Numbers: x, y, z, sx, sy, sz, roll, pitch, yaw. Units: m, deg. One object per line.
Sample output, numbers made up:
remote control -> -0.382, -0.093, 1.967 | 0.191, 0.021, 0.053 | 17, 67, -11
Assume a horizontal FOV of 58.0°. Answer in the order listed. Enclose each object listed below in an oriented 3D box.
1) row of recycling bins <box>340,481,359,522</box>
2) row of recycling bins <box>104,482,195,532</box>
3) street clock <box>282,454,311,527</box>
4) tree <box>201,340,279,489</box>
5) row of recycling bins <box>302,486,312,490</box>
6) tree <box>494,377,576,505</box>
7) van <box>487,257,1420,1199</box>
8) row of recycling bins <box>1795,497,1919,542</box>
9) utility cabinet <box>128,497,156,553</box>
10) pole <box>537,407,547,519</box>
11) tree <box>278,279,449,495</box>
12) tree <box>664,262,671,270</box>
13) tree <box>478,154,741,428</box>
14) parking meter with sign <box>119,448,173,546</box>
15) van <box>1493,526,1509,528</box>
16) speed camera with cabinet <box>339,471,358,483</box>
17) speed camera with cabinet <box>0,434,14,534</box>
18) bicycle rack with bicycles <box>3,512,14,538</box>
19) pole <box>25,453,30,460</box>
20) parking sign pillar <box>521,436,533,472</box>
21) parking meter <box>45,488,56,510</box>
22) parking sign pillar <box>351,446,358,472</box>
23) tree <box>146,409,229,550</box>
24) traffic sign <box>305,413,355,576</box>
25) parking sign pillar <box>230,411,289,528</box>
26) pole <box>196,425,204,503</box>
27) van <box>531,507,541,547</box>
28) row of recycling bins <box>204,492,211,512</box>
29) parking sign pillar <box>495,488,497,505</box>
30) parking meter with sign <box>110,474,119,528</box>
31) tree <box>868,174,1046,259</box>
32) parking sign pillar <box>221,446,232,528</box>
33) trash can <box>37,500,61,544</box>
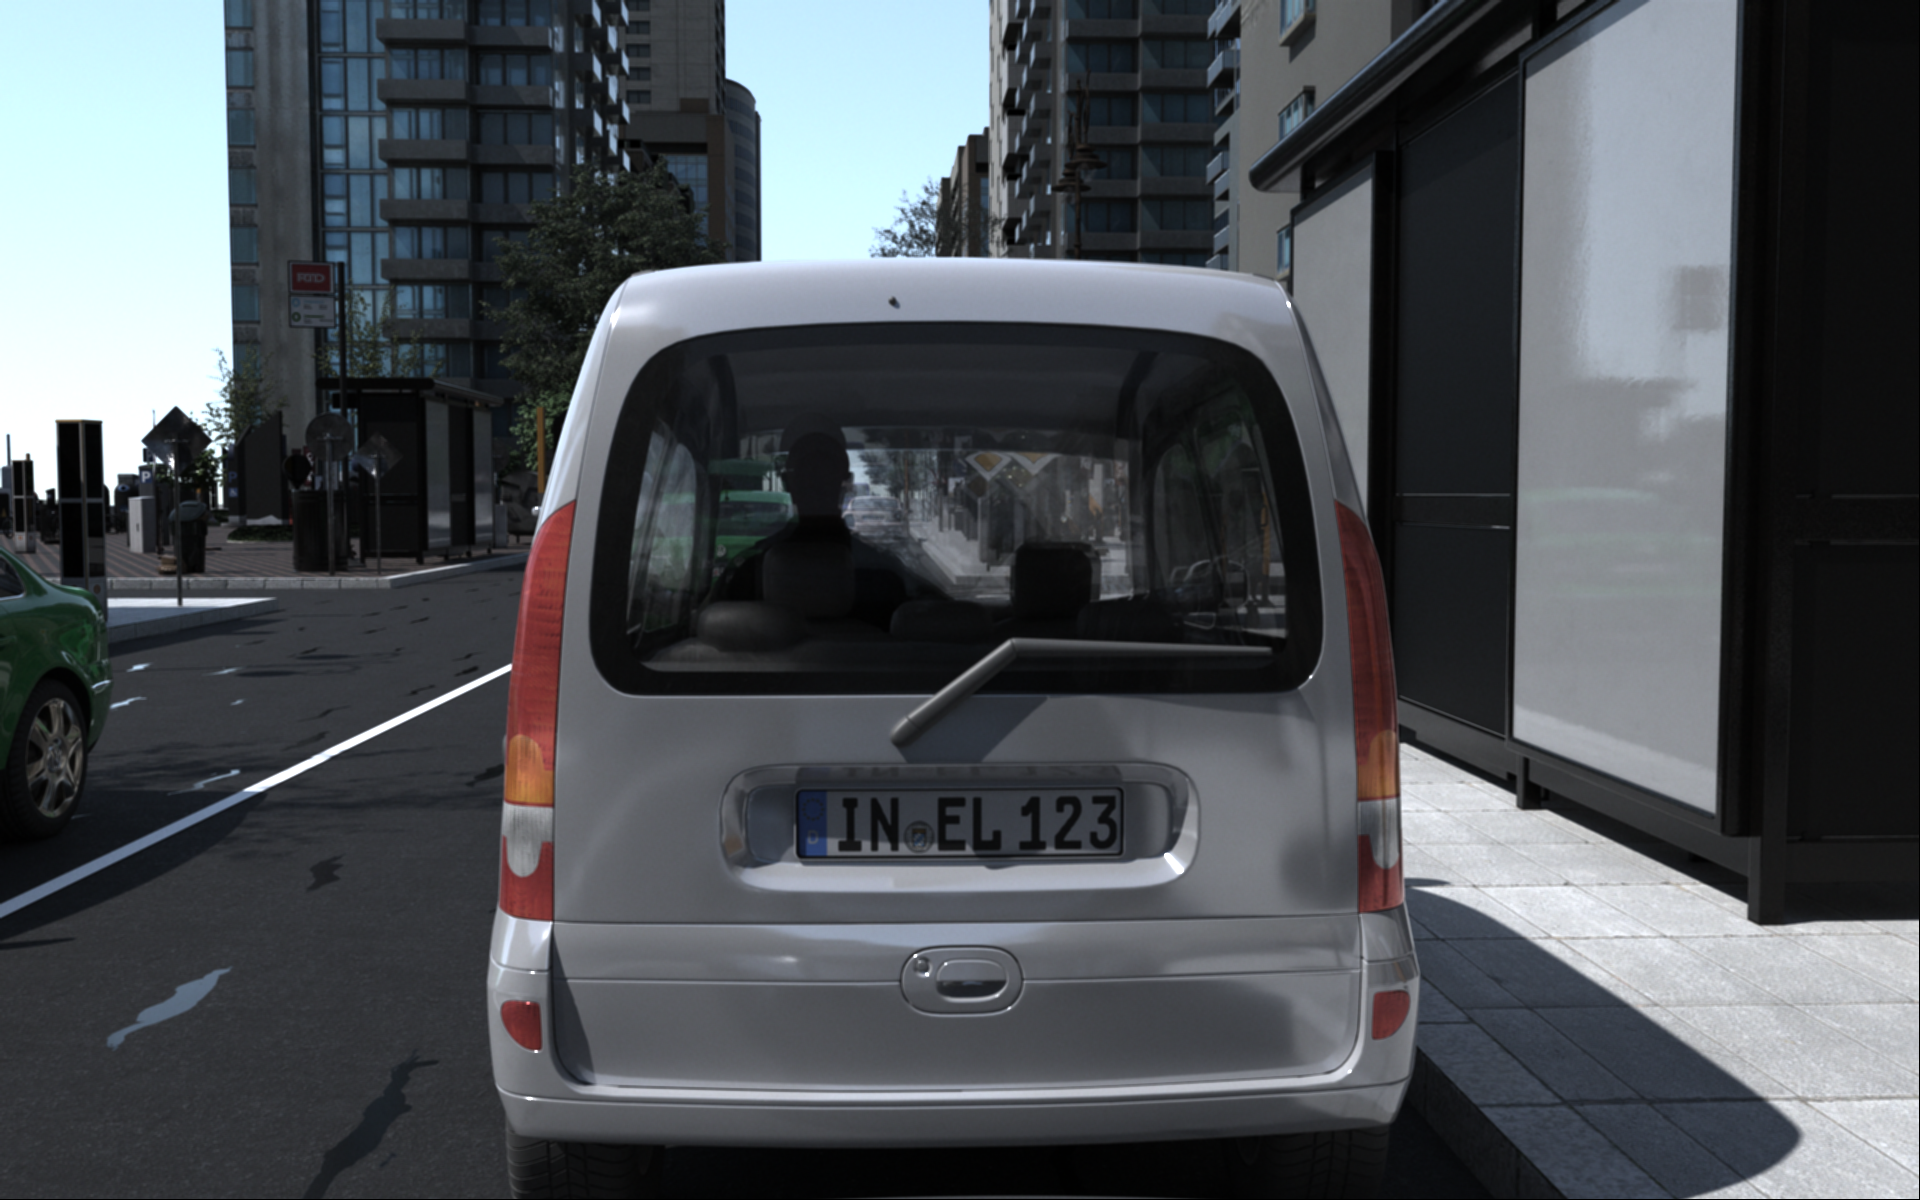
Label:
row of recycling bins -> -19.438, -2.899, 54.508 | 1.069, 1.692, 3.534 | -1, 4, -12
row of recycling bins -> -27.612, -3.131, 58.297 | 3.534, 1.692, 1.069 | -1, 4, -9
street clock -> -12.096, -1.655, 31.635 | 0.471, 2.002, 0.358 | -2, 4, -29
tree -> -34.493, -8.132, 83.322 | 4.737, 8.622, 4.395 | 0, 3, 0
row of recycling bins -> -27.072, -4.040, 73.172 | 1.069, 1.692, 3.534 | 0, 4, -8
tree -> -11.033, -3.984, 48.855 | 4.285, 4.588, 4.351 | 0, 3, 0
van -> -0.082, 0.139, 4.740 | 2.013, 2.044, 4.112 | 0, 4, -2
row of recycling bins -> 6.842, -0.422, 14.013 | 1.069, 1.692, 3.534 | 0, 4, 3
utility cabinet -> -18.039, -1.653, 38.192 | 0.306, 1.237, 1.020 | -3, 5, -40
pole -> -9.829, -2.868, 40.736 | 0.158, 3.312, 0.155 | 0, 3, 0
tree -> -20.169, -6.708, 60.037 | 4.737, 8.622, 4.395 | 0, 3, 0
tree -> -13.539, -10.216, 84.033 | 9.611, 12.733, 9.660 | 0, 3, 0
tree -> -12.483, -9.637, 64.213 | 9.857, 13.997, 8.962 | 0, 3, 0
parking meter with sign -> -20.190, -2.878, 43.314 | 0.543, 3.016, 1.738 | 0, 4, 6
van -> 9.298, -1.066, 24.436 | 4.112, 2.044, 2.013 | 0, 4, -3
speed camera with cabinet -> -24.684, -4.532, 68.429 | 0.660, 3.252, 2.038 | 2, 4, 32
speed camera with cabinet -> -31.099, -3.792, 56.336 | 0.660, 3.252, 2.038 | 0, 4, 0
bicycle rack with bicycles -> -26.881, -2.302, 51.015 | 2.852, 0.926, 2.925 | 1, 4, 21
pole -> -46.542, -5.671, 86.560 | 0.158, 3.312, 0.155 | 0, 3, 0
parking sign pillar -> -12.908, -3.989, 53.697 | 1.447, 3.967, 1.447 | 0, 4, 3
parking meter -> -38.552, -3.977, 73.428 | 0.372, 1.533, 0.369 | 0, 3, 0
parking sign pillar -> -33.312, -6.558, 95.698 | 1.447, 3.967, 1.447 | -1, 4, -23
tree -> -17.550, -2.763, 39.770 | 1.663, 3.219, 1.824 | 0, 3, 0
traffic sign -> -9.881, -1.656, 27.176 | 0.768, 2.556, 0.104 | 0, 4, -2
parking sign pillar -> -22.566, -4.154, 56.384 | 1.447, 3.967, 1.447 | 1, 4, 13
pole -> -22.412, -3.497, 51.025 | 0.158, 3.312, 0.155 | 0, 3, 0
van -> -5.951, -1.326, 28.690 | 2.013, 2.044, 4.112 | 0, 4, -2
row of recycling bins -> -32.652, -3.980, 72.184 | 3.534, 1.692, 1.069 | 2, 4, 26
parking sign pillar -> -24.010, -6.032, 87.091 | 1.447, 3.967, 1.447 | 0, 4, -8
parking meter with sign -> -31.523, -4.248, 65.713 | 1.738, 3.016, 0.543 | 1, 4, 8
tree -> -0.265, -9.559, 66.668 | 12.009, 13.543, 11.850 | 0, 3, 0
parking sign pillar -> -27.446, -4.744, 66.029 | 1.447, 3.967, 1.447 | 0, 4, 1
trash can -> -23.278, -2.007, 44.464 | 0.748, 1.137, 0.748 | 0, 3, 0
